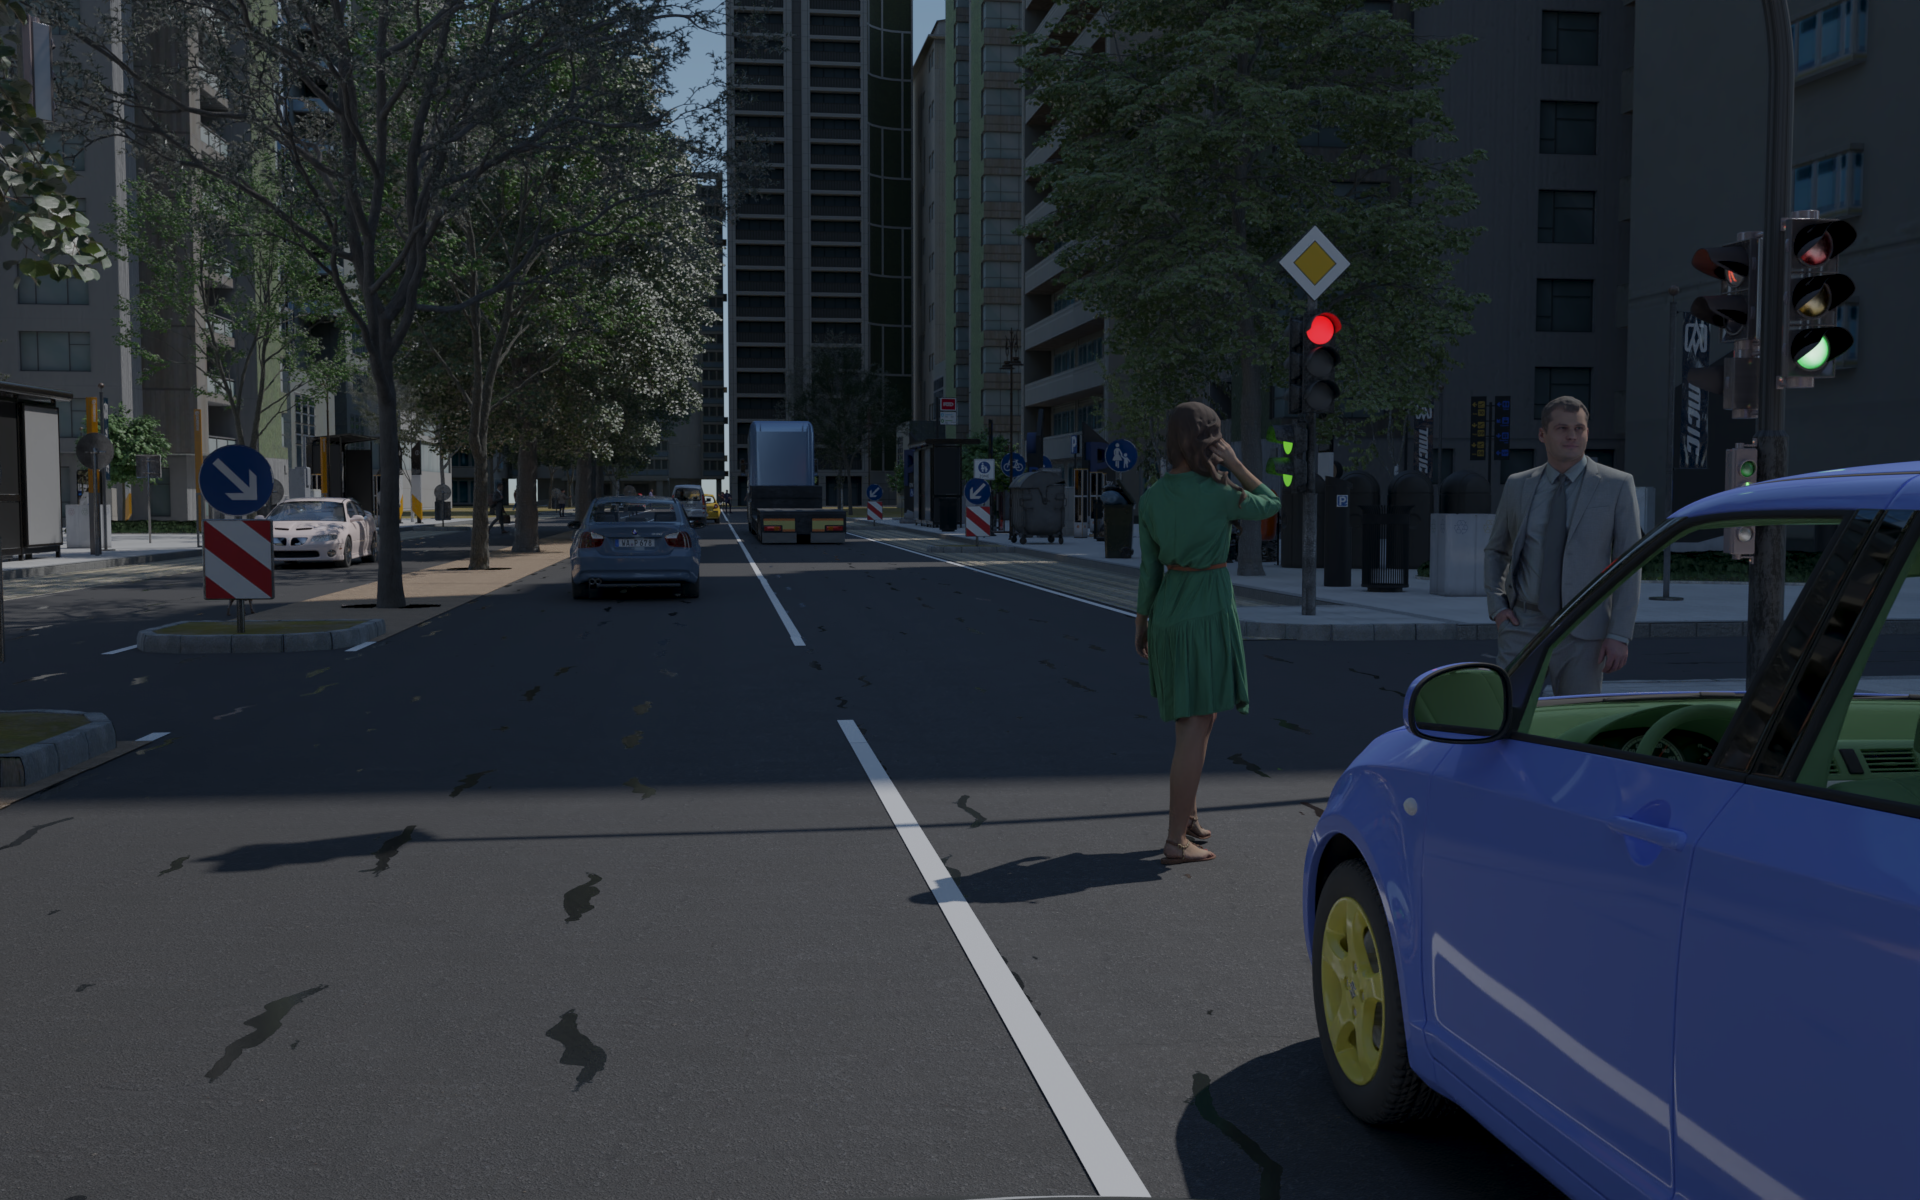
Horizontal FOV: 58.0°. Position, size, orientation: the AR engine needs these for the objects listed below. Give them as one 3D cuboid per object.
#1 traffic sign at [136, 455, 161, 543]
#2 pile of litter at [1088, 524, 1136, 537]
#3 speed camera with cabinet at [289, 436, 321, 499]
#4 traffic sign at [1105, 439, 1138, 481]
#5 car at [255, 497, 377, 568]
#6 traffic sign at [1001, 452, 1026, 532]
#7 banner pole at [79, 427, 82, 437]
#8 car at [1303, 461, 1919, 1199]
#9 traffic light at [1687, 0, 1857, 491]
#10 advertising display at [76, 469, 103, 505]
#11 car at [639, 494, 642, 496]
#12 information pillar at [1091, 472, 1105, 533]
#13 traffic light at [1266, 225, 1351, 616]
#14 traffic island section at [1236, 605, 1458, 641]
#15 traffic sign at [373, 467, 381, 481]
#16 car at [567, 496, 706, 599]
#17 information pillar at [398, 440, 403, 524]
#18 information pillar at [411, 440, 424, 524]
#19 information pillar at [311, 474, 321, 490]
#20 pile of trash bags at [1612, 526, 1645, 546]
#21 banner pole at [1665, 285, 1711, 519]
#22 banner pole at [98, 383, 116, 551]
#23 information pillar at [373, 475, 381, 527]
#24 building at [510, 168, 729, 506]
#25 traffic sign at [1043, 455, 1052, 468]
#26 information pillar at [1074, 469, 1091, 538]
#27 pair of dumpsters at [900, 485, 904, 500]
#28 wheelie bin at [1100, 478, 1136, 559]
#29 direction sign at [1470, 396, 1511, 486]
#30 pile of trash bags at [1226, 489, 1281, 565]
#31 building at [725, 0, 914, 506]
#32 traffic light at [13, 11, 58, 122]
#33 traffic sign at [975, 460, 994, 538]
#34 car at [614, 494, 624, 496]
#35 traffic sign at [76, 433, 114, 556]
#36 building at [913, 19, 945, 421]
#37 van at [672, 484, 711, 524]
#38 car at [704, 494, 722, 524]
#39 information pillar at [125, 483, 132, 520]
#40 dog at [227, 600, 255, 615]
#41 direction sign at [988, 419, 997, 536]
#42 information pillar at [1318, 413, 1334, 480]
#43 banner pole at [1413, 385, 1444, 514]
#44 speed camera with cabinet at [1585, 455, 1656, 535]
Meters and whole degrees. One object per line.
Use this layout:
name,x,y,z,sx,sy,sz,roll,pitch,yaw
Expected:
traffic sign,-21.084,-2.624,45.030,0.606,2.300,0.079,0,4,-8
pile of litter,4.602,-2.306,51.671,1.176,0.858,1.719,-3,5,-45
speed camera with cabinet,-22.766,-4.027,60.179,0.660,3.252,2.038,0,4,-6
traffic sign,3.728,-2.451,40.183,0.768,2.556,0.104,0,4,-5
car,-13.047,-1.388,35.063,2.083,1.381,4.827,-1,4,-9
traffic sign,1.623,-3.237,53.024,0.768,2.556,0.104,0,4,-4
banner pole,-32.981,-4.596,65.157,0.401,3.779,0.863,-1,4,-21
car,1.840,0.406,2.959,1.945,1.707,3.694,0,4,-7
traffic light,2.751,-2.155,9.901,4.771,5.953,1.251,-1,4,-8
advertising display,-22.785,-2.458,45.396,0.974,1.923,0.123,2,4,30
car,-29.360,-8.997,156.138,2.155,1.783,4.494,0,4,-7
information pillar,4.536,-3.250,57.635,0.304,2.012,0.304,3,5,43
traffic light,3.677,-1.793,18.242,0.839,4.253,0.868,-1,4,-8
traffic island section,3.718,0.240,18.362,2.009,0.180,2.903,-1,4,-8
traffic sign,-23.275,-4.281,69.993,0.884,2.594,0.081,0,4,-1
car,-4.666,-0.796,25.017,2.014,1.417,4.499,-1,4,-10
information pillar,-24.355,-5.135,75.306,0.183,3.616,0.504,0,4,-1
information pillar,-23.528,-5.118,75.035,0.504,3.616,0.183,1,4,18
information pillar,-23.669,-3.631,63.853,0.304,2.012,0.304,2,4,33
pile of trash bags,14.310,-1.680,37.224,3.447,1.369,1.912,1,4,12
banner pole,8.765,-1.893,20.966,0.863,3.779,0.401,-2,4,-25
banner pole,-19.424,-3.020,39.387,0.401,3.779,0.863,-1,4,-14
information pillar,-22.367,-3.805,66.706,0.304,2.012,0.304,-3,5,-39
building,-38.551,-30.882,196.798,23.993,40.220,32.217,-1,4,-8
traffic sign,2.601,-3.431,56.207,0.768,2.556,0.104,0,4,-7
information pillar,3.510,-2.802,50.307,0.304,2.012,0.304,3,4,36
pair of dumpsters,-1.836,-4.896,82.535,1.574,2.255,4.437,0,4,-8
wheelie bin,3.164,-1.635,34.646,0.693,1.594,0.980,1,4,9
direction sign,12.257,-2.942,40.096,0.876,3.537,0.379,1,4,16
pile of trash bags,5.185,-1.393,32.526,1.912,1.369,3.447,-1,4,-13
building,-15.563,-46.140,192.642,20.611,71.187,20.563,-1,4,-8
traffic light,-11.004,-2.538,16.166,4.771,5.953,1.251,-1,4,-8
traffic sign,0.706,-2.970,50.690,0.606,2.300,0.079,0,4,-5
car,-25.591,-7.427,131.221,2.009,1.686,4.222,-1,4,-9
traffic sign,-17.916,-2.189,35.890,0.768,2.556,0.104,0,4,-4
building,8.221,-37.400,200.723,27.495,52.752,28.713,-1,4,-8
van,-12.515,-4.456,79.871,2.013,2.044,4.112,0,4,-8
car,-12.644,-4.561,84.792,2.015,1.641,3.980,-1,4,-9
information pillar,-30.262,-4.374,62.865,0.504,3.616,0.183,3,4,39
dog,-8.549,-0.079,20.579,0.406,0.507,0.540,-3,5,-41
direction sign,0.931,-3.712,52.682,0.379,3.537,0.876,0,4,8
information pillar,7.311,-2.645,34.599,0.183,3.616,0.504,-1,4,-17
banner pole,10.816,-3.049,39.863,0.863,3.779,0.401,2,4,34
speed camera with cabinet,15.164,-2.826,40.534,2.038,3.252,0.660,3,5,42
